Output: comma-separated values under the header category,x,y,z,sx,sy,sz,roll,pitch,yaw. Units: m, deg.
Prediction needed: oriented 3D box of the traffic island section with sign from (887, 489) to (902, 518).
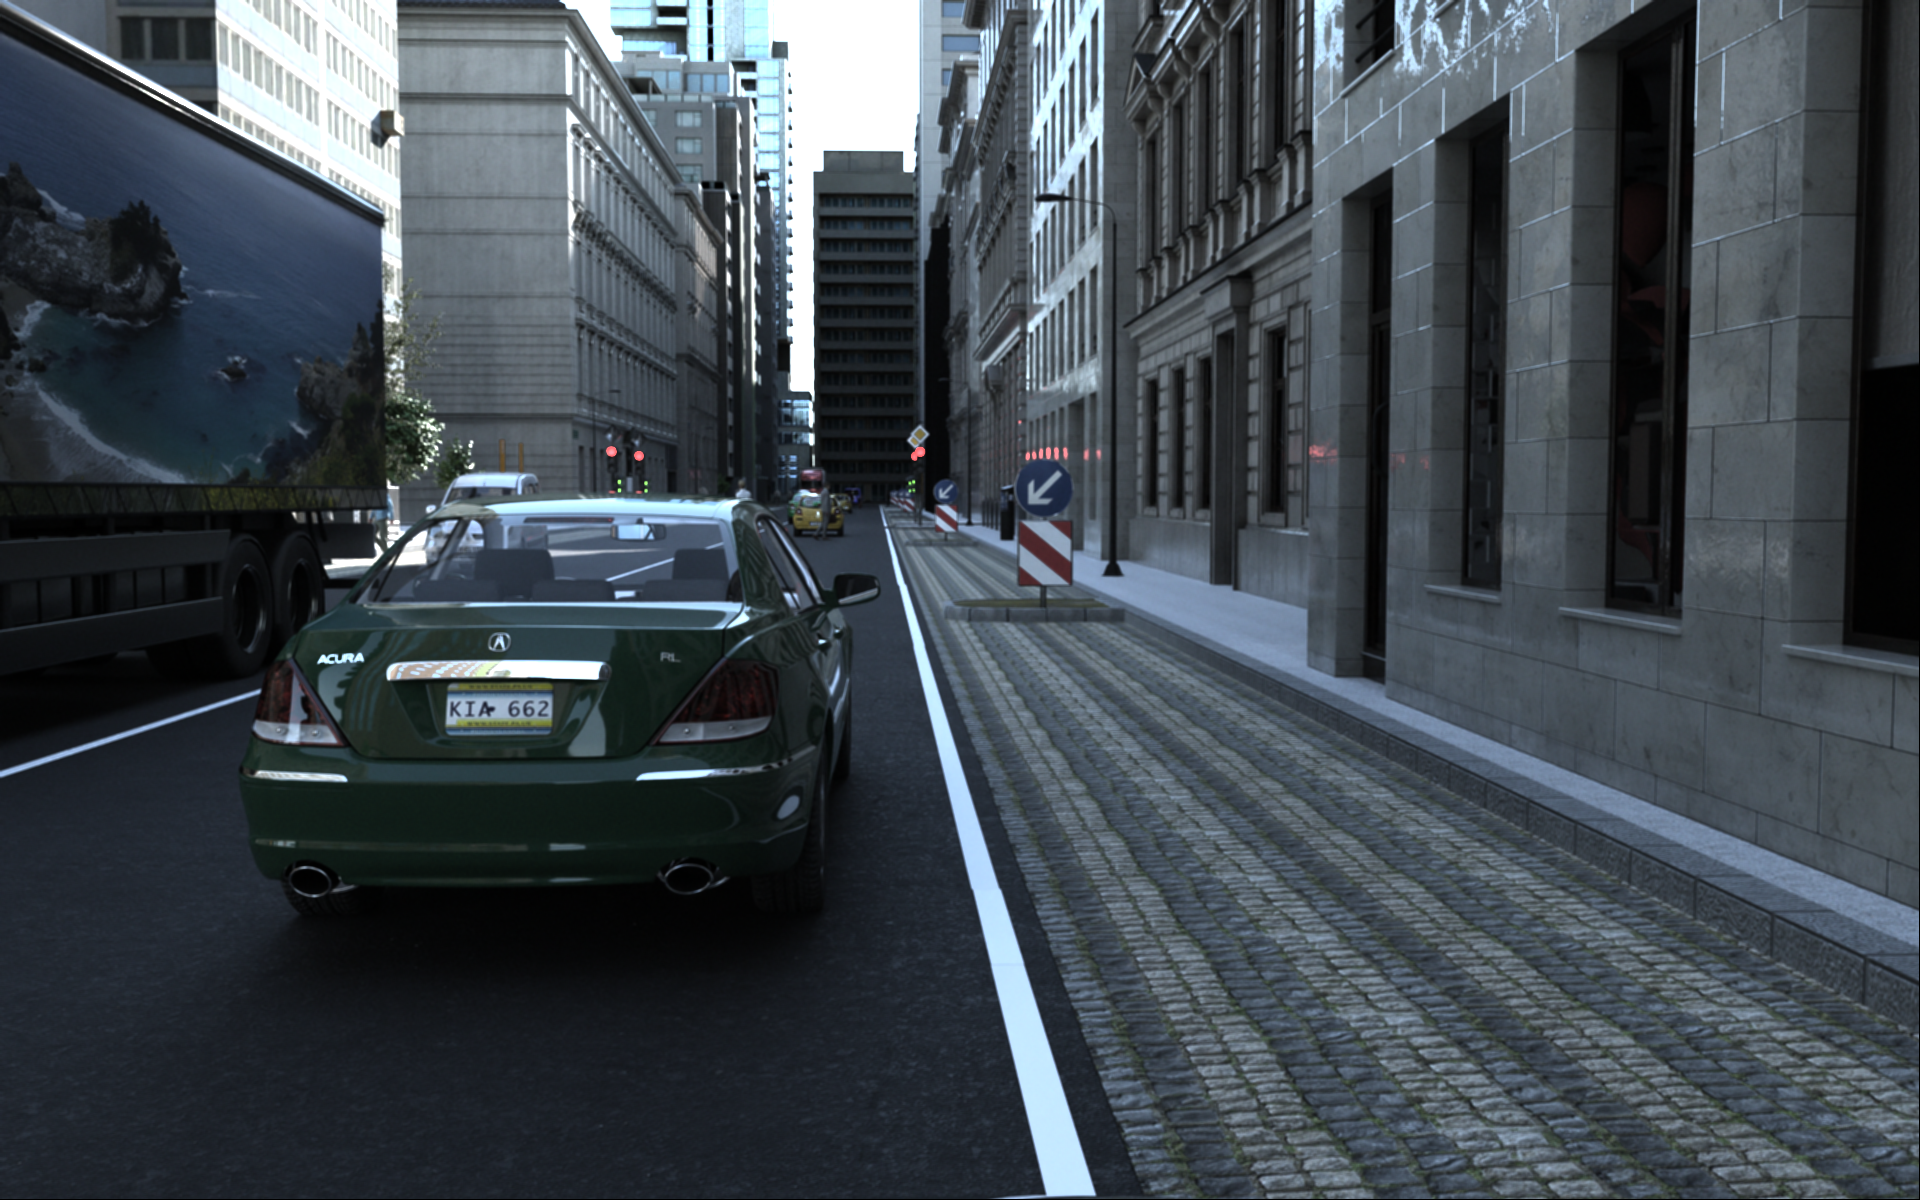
category,x,y,z,sx,sy,sz,roll,pitch,yaw
traffic island section with sign,-3.148,-5.749,102.621,1.989,1.847,2.006,0,4,-3

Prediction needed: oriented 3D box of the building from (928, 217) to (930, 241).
category,x,y,z,sx,sy,sz,roll,pitch,yaw
building,4.706,-21.623,140.920,14.401,28.519,23.554,0,4,-3

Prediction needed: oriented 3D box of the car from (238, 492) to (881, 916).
category,x,y,z,sx,sy,sz,roll,pitch,yaw
car,-1.410,0.272,7.344,2.131,1.459,4.920,0,4,-2

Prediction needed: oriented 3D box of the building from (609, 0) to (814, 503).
category,x,y,z,sx,sy,sz,roll,pitch,yaw
building,-36.572,-57.000,244.613,31.000,86.520,22.319,0,4,-3

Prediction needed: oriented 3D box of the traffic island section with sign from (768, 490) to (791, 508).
category,x,y,z,sx,sy,sz,roll,pitch,yaw
traffic island section with sign,-18.855,-10.437,179.264,1.989,1.847,2.006,0,4,-3

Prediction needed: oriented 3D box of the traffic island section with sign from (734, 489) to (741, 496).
category,x,y,z,sx,sy,sz,roll,pitch,yaw
traffic island section with sign,-16.467,-7.380,129.283,1.989,1.847,2.006,0,4,-3

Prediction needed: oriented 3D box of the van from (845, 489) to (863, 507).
category,x,y,z,sx,sy,sz,roll,pitch,yaw
van,-12.017,-11.647,194.808,2.240,2.365,5.245,0,4,-2

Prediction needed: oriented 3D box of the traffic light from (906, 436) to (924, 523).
category,x,y,z,sx,sy,sz,roll,pitch,yaw
traffic light,-2.015,-5.444,77.934,0.839,4.253,0.868,0,4,-3

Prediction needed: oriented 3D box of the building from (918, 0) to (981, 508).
category,x,y,z,sx,sy,sz,roll,pitch,yaw
building,6.441,-38.395,169.760,21.231,58.520,28.212,0,4,-3

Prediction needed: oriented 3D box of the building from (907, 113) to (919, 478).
category,x,y,z,sx,sy,sz,roll,pitch,yaw
building,5.900,-35.462,199.404,23.786,49.044,30.456,0,4,-3

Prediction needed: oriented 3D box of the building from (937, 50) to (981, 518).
category,x,y,z,sx,sy,sz,roll,pitch,yaw
building,5.978,-19.209,101.452,14.401,28.519,23.554,0,4,-3

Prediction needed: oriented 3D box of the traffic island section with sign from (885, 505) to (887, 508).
category,x,y,z,sx,sy,sz,roll,pitch,yaw
traffic island section with sign,-4.447,-7.406,129.721,1.989,1.847,2.006,0,4,-3

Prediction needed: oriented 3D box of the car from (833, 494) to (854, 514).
category,x,y,z,sx,sy,sz,roll,pitch,yaw
car,-8.901,-7.255,128.836,2.015,1.641,3.980,0,4,-1

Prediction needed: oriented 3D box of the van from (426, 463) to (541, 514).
category,x,y,z,sx,sy,sz,roll,pitch,yaw
van,-8.713,-1.531,32.048,2.013,2.044,4.112,0,4,-5

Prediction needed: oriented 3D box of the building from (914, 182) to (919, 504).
category,x,y,z,sx,sy,sz,roll,pitch,yaw
building,1.091,-32.935,222.089,14.154,41.232,14.086,0,4,-3

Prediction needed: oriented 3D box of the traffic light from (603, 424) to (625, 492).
category,x,y,z,sx,sy,sz,roll,pitch,yaw
traffic light,-13.879,-4.920,69.358,0.839,4.253,0.868,0,4,-3

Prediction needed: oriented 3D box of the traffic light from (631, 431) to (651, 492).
category,x,y,z,sx,sy,sz,roll,pitch,yaw
traffic light,-14.261,-5.408,77.334,0.839,4.253,0.868,0,4,-3

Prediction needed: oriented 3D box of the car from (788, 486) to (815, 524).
category,x,y,z,sx,sy,sz,roll,pitch,yaw
car,-7.419,-4.635,84.582,1.959,1.807,4.718,0,4,-2

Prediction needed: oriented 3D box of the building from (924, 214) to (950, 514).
category,x,y,z,sx,sy,sz,roll,pitch,yaw
building,3.892,-17.829,121.190,12.332,23.373,15.834,0,4,-3

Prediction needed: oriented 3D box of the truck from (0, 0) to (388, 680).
category,x,y,z,sx,sy,sz,roll,pitch,yaw
truck,-6.622,-1.370,11.316,2.839,4.237,11.283,0,4,-2

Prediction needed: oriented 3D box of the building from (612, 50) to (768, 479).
category,x,y,z,sx,sy,sz,roll,pitch,yaw
building,-34.145,-35.157,194.418,23.786,49.044,30.456,0,4,-3

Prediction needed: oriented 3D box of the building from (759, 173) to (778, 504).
category,x,y,z,sx,sy,sz,roll,pitch,yaw
building,-30.481,-32.884,221.242,14.086,41.232,14.154,0,4,-3

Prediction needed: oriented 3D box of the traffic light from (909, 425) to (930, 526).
category,x,y,z,sx,sy,sz,roll,pitch,yaw
traffic light,-1.633,-4.956,69.958,0.839,4.253,0.868,0,4,-3

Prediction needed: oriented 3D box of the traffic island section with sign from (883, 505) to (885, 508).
category,x,y,z,sx,sy,sz,roll,pitch,yaw
traffic island section with sign,-6.839,-10.463,179.689,1.989,1.847,2.006,0,4,-3

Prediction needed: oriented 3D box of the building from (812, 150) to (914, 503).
category,x,y,z,sx,sy,sz,roll,pitch,yaw
building,-10.007,-38.105,246.717,21.600,48.544,21.300,0,4,-3

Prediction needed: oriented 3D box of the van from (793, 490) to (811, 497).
category,x,y,z,sx,sy,sz,roll,pitch,yaw
van,-15.589,-10.134,172.710,2.013,2.044,4.112,0,4,-4

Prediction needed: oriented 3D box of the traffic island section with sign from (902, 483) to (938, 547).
category,x,y,z,sx,sy,sz,roll,pitch,yaw
traffic island section with sign,-0.520,-2.394,47.764,1.989,1.847,2.006,0,4,-3

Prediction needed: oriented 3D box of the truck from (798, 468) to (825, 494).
category,x,y,z,sx,sy,sz,roll,pitch,yaw
truck,-15.942,-12.162,187.754,2.839,4.237,11.283,0,4,-3

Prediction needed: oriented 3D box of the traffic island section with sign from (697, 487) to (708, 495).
category,x,y,z,sx,sy,sz,roll,pitch,yaw
traffic island section with sign,-15.166,-5.728,102.278,1.989,1.847,2.006,0,4,-3

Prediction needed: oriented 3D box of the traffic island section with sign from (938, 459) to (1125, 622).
category,x,y,z,sx,sy,sz,roll,pitch,yaw
traffic island section with sign,0.802,-0.706,20.170,1.989,1.847,2.006,0,4,-3

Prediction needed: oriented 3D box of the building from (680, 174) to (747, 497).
category,x,y,z,sx,sy,sz,roll,pitch,yaw
building,-27.289,-23.682,158.904,14.160,30.474,14.107,0,4,-3

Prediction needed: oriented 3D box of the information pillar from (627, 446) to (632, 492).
category,x,y,z,sx,sy,sz,roll,pitch,yaw
information pillar,-16.292,-5.751,85.386,0.183,3.616,0.504,1,4,11

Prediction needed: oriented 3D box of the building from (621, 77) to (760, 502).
category,x,y,z,sx,sy,sz,roll,pitch,yaw
building,-27.952,-29.910,172.631,14.154,41.232,14.086,0,4,-3

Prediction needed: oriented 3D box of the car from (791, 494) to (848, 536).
category,x,y,z,sx,sy,sz,roll,pitch,yaw
car,-4.879,-3.045,60.005,2.015,1.641,3.980,0,4,-3
